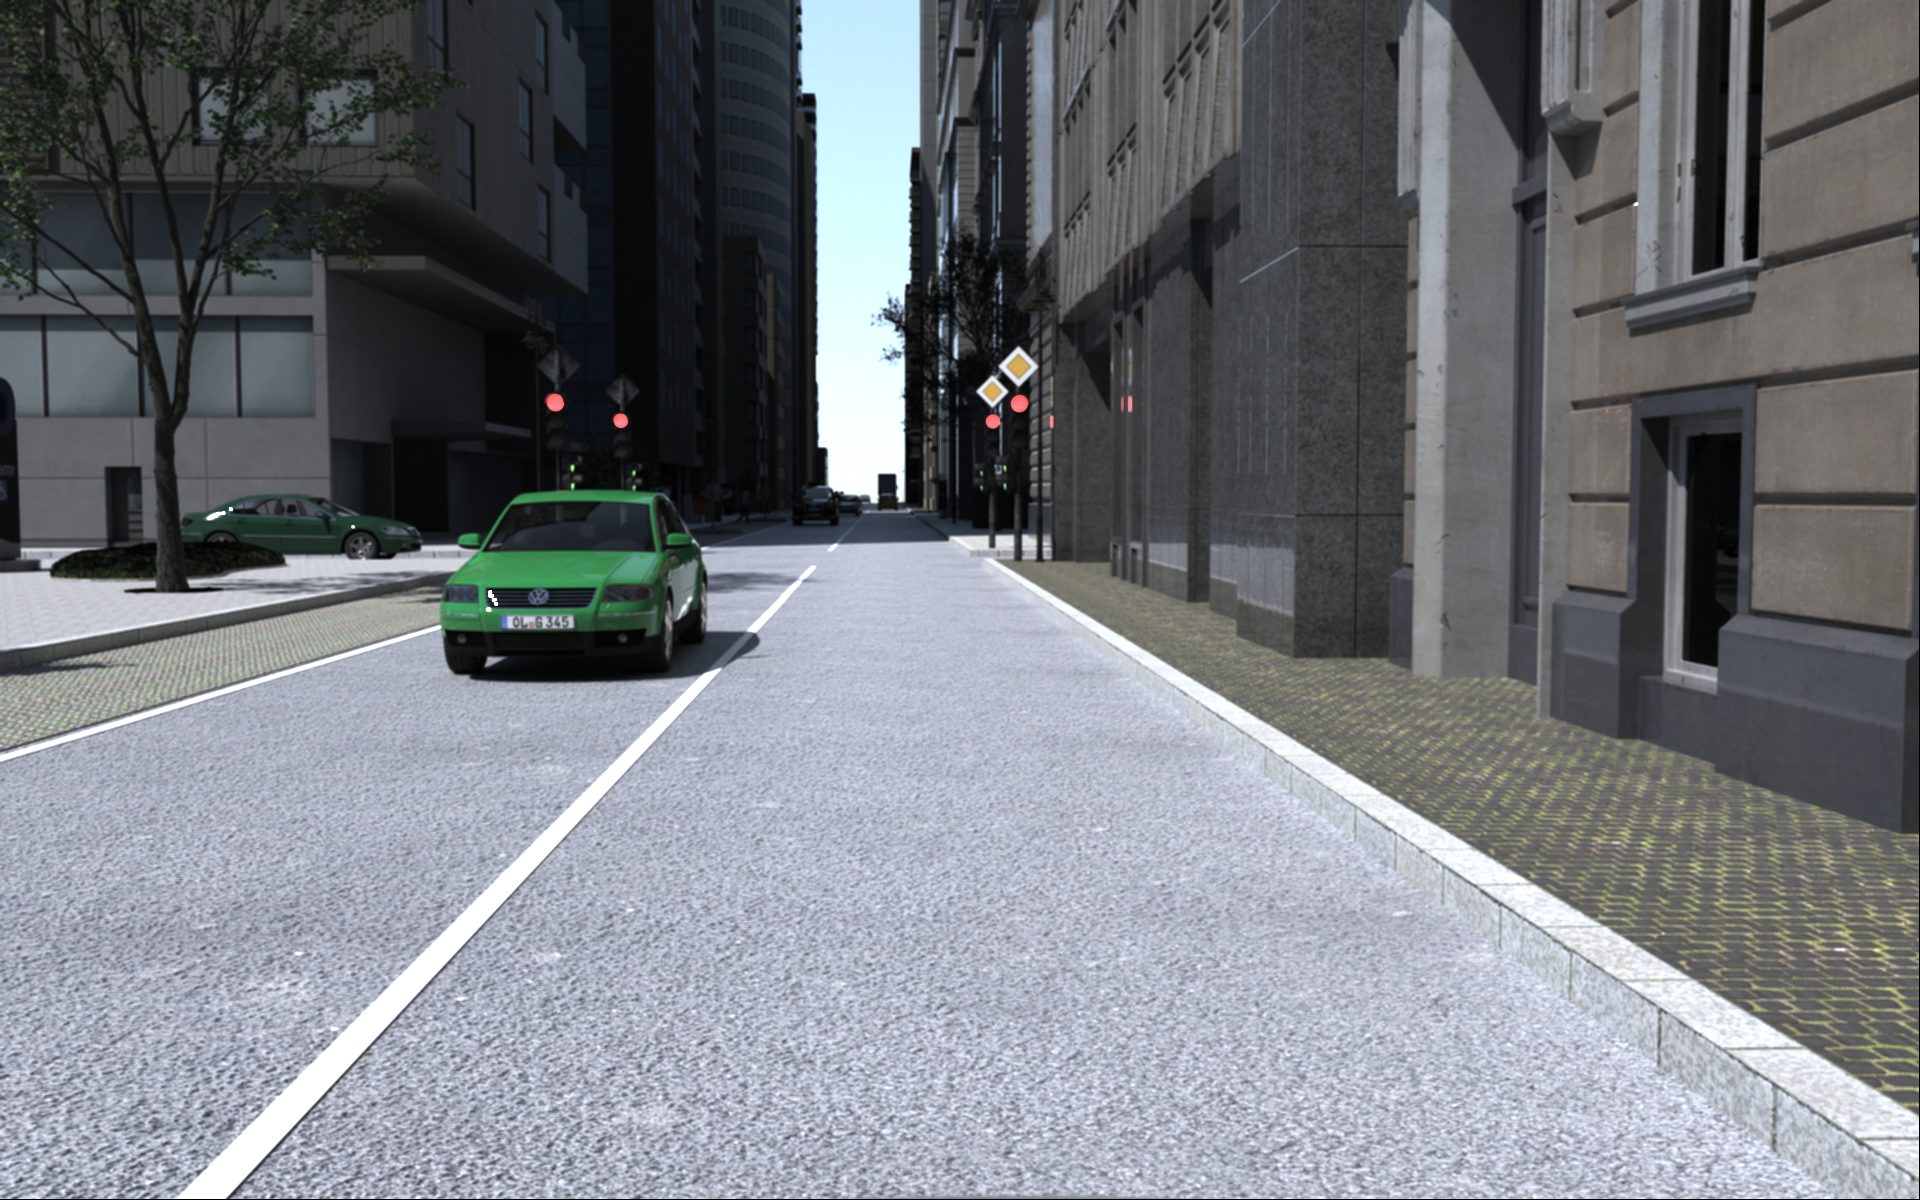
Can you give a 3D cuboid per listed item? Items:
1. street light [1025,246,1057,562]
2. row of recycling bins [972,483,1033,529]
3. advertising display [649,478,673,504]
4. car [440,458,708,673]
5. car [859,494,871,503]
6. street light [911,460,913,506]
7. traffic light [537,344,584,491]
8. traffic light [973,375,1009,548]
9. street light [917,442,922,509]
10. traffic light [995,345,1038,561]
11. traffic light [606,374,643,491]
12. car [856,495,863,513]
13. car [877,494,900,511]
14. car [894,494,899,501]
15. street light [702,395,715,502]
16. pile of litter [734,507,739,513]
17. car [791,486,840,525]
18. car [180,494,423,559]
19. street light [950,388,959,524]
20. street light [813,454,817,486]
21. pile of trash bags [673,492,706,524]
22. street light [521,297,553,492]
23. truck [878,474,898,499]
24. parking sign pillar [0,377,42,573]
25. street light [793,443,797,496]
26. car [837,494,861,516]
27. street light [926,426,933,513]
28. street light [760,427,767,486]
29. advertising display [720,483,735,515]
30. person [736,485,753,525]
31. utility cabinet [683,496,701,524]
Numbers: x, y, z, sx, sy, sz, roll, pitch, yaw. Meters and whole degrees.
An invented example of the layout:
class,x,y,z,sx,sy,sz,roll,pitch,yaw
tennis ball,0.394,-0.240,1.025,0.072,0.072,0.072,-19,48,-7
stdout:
class,x,y,z,sx,sy,sz,roll,pitch,yaw
street light,1.508,-3.656,32.563,0.468,5.910,1.993,0,4,-2
row of recycling bins,2.186,-3.510,64.497,3.534,1.692,1.069,1,4,10
advertising display,-11.730,-3.835,67.923,0.974,1.923,0.123,1,4,13
car,-3.282,-0.397,15.280,1.959,1.807,4.718,0,4,-3
car,-14.918,-15.827,271.138,2.083,1.381,4.827,0,4,-3
street light,-5.323,-13.415,192.119,0.468,5.910,1.993,0,4,-2
traffic light,-7.514,-2.667,32.522,0.839,4.253,0.868,0,4,-2
traffic light,0.743,-3.178,40.887,0.839,4.253,0.868,0,4,-2
street light,-3.574,-10.964,152.054,0.468,5.910,1.993,0,4,-2
traffic light,1.088,-2.690,32.909,0.839,4.253,0.868,0,4,-2
traffic light,-7.860,-3.155,40.500,0.839,4.253,0.868,0,4,-2
car,-8.333,-7.216,130.343,2.083,1.381,4.827,0,4,-1
car,-6.273,-8.611,151.009,2.015,1.641,3.980,0,4,-1
car,-8.715,-12.523,216.553,2.131,1.459,4.920,0,4,-1
street light,-11.709,-6.615,80.942,0.468,5.910,1.993,0,4,-2
pile of litter,-15.317,-6.131,114.212,1.719,0.858,1.176,-2,4,-24
car,-6.713,-4.412,80.807,2.281,1.827,5.304,0,4,-2
car,-13.883,-1.515,36.563,4.920,1.459,2.131,0,4,-4
street light,-0.256,-6.273,75.351,0.468,5.910,1.993,0,4,-2
street light,-16.791,-13.910,200.209,0.468,5.910,1.993,0,4,-2
pile of trash bags,-12.412,-3.906,73.617,3.447,1.369,1.912,1,4,13
street light,-9.947,-4.164,40.877,0.468,5.910,1.993,0,4,-2
truck,-10.210,-15.600,243.972,2.839,4.237,11.283,0,4,-1
parking sign pillar,-16.066,-2.456,28.634,1.447,3.967,1.447,0,4,-7
street light,-14.930,-11.280,157.208,0.468,5.910,1.993,0,4,-2
car,-7.497,-6.251,114.211,2.014,1.417,4.499,0,4,-2
street light,-2.059,-8.726,115.453,0.468,5.910,1.993,0,4,-2
street light,-13.253,-8.829,117.139,0.468,5.910,1.993,0,4,-2
advertising display,-13.955,-6.037,103.916,0.974,1.923,0.123,2,4,28
person,-10.093,-4.442,80.977,0.795,1.843,0.661,0,4,1
utility cabinet,-11.692,-3.952,75.775,0.306,1.237,1.020,2,4,25
